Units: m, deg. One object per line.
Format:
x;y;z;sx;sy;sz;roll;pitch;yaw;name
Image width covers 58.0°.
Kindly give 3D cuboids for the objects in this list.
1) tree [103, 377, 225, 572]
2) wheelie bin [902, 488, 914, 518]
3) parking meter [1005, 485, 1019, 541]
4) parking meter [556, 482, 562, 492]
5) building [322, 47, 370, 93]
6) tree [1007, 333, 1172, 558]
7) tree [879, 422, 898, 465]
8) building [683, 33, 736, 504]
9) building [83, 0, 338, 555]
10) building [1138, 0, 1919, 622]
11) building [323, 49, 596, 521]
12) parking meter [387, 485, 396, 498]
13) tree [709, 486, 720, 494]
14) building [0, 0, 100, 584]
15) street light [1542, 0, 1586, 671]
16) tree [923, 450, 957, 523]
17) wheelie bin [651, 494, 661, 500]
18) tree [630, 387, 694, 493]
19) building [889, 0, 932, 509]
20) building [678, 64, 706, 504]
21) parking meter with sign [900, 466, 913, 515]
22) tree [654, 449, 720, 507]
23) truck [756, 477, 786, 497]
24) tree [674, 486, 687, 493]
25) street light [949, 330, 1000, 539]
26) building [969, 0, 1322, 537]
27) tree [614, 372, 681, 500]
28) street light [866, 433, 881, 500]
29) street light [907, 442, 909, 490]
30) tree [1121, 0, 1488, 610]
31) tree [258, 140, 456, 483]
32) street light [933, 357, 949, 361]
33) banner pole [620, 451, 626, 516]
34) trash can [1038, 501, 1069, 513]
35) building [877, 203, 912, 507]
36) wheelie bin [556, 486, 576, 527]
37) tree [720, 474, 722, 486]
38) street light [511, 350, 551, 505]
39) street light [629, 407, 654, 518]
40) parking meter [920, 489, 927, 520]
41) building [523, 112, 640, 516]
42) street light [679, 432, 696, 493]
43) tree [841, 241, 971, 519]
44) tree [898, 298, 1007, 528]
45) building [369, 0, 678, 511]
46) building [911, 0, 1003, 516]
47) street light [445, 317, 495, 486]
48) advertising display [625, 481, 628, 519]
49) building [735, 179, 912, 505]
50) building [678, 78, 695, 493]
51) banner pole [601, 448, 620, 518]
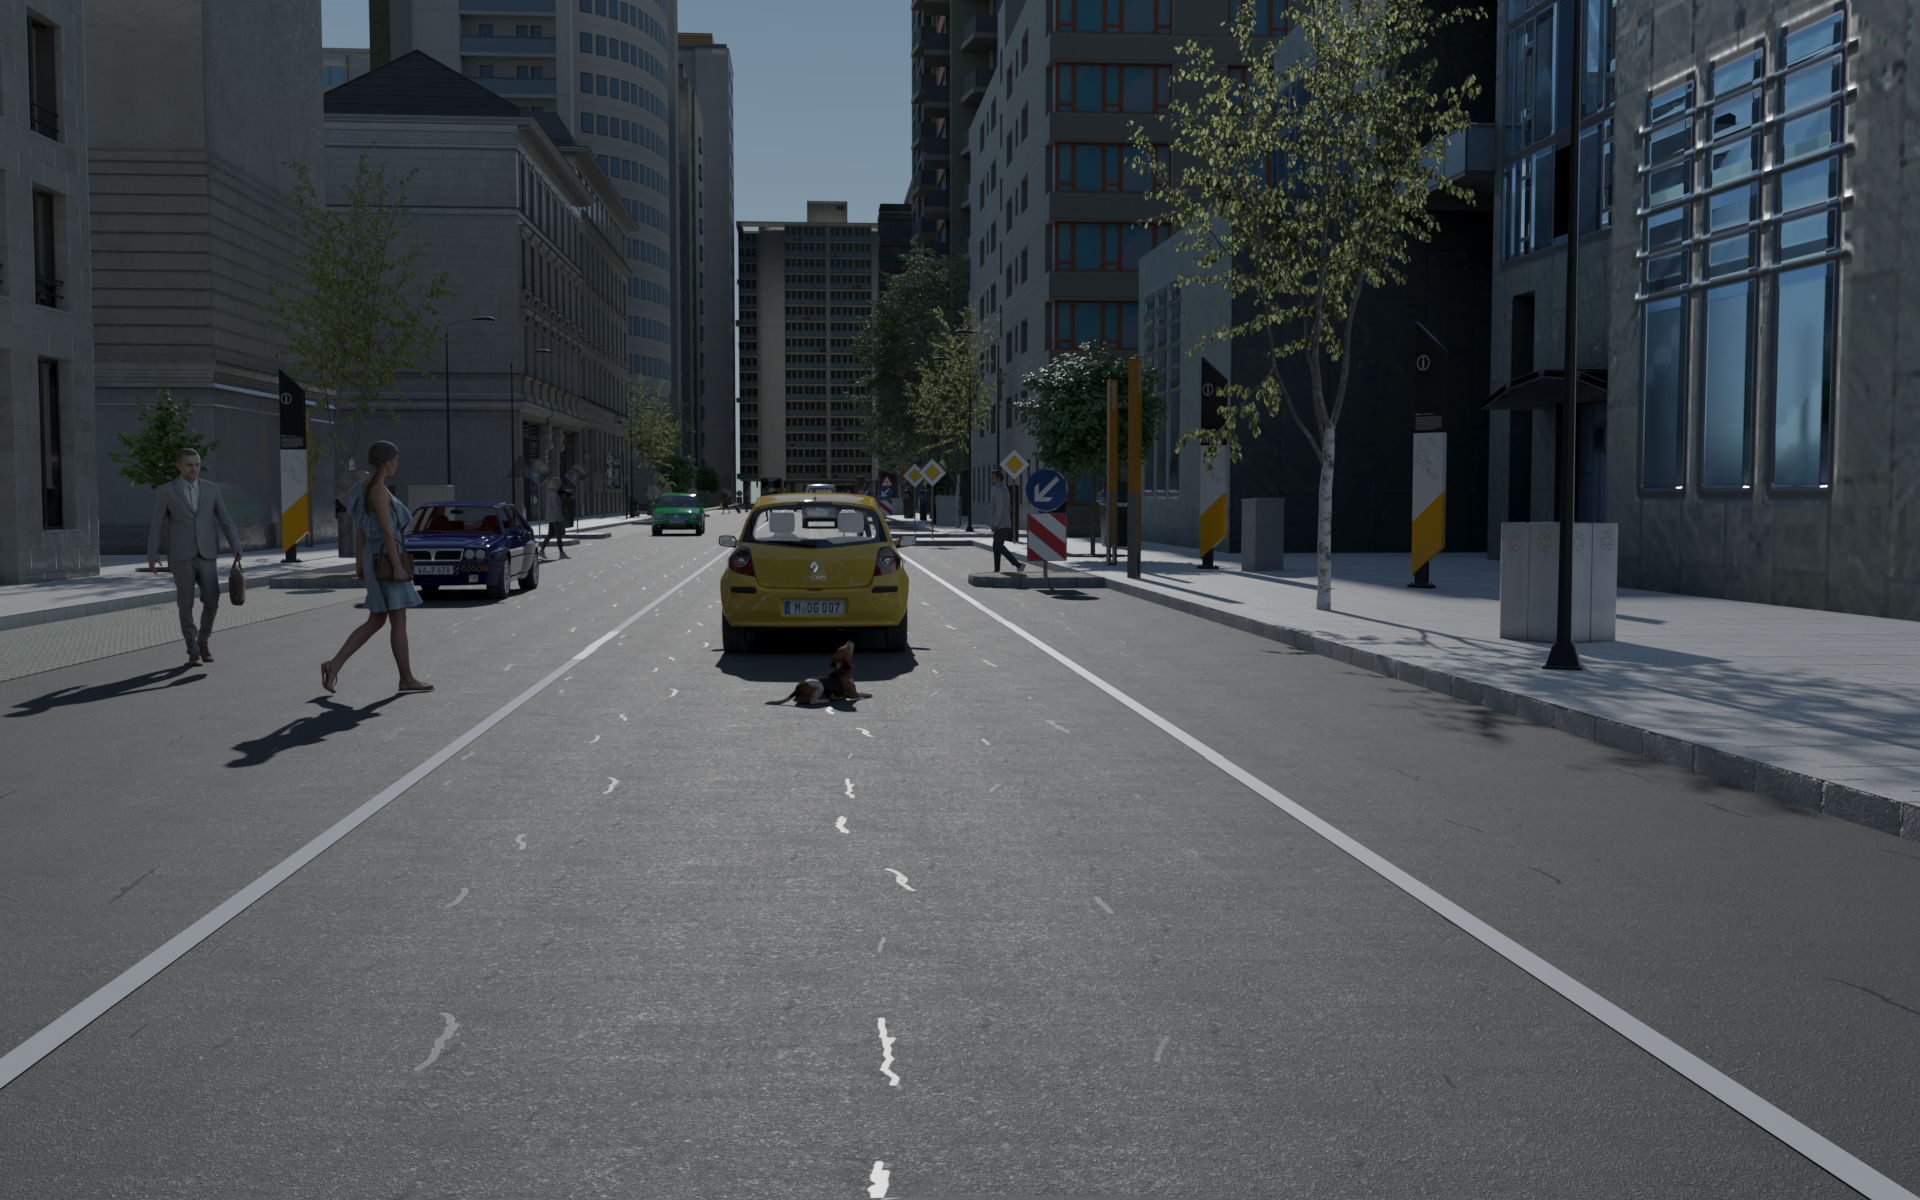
-13.282;-2.099;28.916;1.663;3.219;1.824;0;3;0;tree
-2.726;-5.158;92.235;0.693;1.594;0.980;0;4;8;wheelie bin
1.419;-2.368;47.122;0.372;1.533;0.369;0;3;0;parking meter
-16.591;-4.017;71.393;0.255;1.863;0.399;1;4;21;parking meter
-65.468;-34.843;189.295;30.456;49.044;23.786;0;4;-5;building
2.658;-3.169;35.533;4.285;4.588;4.351;0;3;0;tree
-4.163;-10.755;126.214;4.360;8.622;3.978;0;3;0;tree
-43.433;-41.732;224.314;28.212;58.520;21.231;0;4;-5;building
-24.971;-11.666;39.895;18.267;20.994;9.793;0;4;-5;building
17.384;-43.926;30.860;22.319;86.520;31.000;0;4;-5;building
-23.845;-13.819;76.844;10.553;20.767;40.483;0;4;-5;building
-15.212;-2.307;46.128;0.372;1.533;0.369;0;3;0;parking meter
-26.341;-11.666;185.344;1.663;3.219;1.824;0;3;0;tree
-17.982;-9.977;17.871;10.420;20.320;16.860;0;4;-5;building
3.907;-2.446;12.535;1.470;5.913;1.316;0;4;-5;street light
-0.874;-4.988;76.150;1.663;3.219;1.824;0;3;0;tree
-18.711;-6.048;106.789;0.693;1.594;0.980;0;4;6;wheelie bin
-20.257;-10.249;117.939;4.737;8.622;4.395;0;3;0;tree
4.265;-43.868;155.491;20.563;71.187;20.611;0;4;-5;building
-39.602;-34.775;192.277;21.600;48.544;21.300;0;4;-5;building
-3.382;-6.821;107.783;0.543;3.016;1.738;-2;4;-33;parking meter with sign
-20.622;-8.678;125.596;4.285;4.588;4.351;0;3;0;tree
-22.083;-12.669;203.070;3.469;3.379;9.791;0;4;-5;truck
-22.356;-8.803;138.524;1.663;3.219;1.824;0;3;0;tree
0.550;-4.684;49.129;1.470;5.913;1.316;0;4;-5;street light
16.025;-13.769;70.161;28.899;21.520;27.650;0;4;-5;building
-18.722;-9.419;104.357;4.360;8.622;3.978;0;3;0;tree
-6.600;-9.751;131.967;1.470;5.913;1.316;0;4;-5;street light
-3.391;-7.509;95.314;1.470;5.913;1.316;0;4;-5;street light
4.001;-4.211;19.216;4.360;8.622;3.978;0;3;0;tree
-12.936;-5.291;36.873;4.737;8.622;4.395;0;3;0;tree
-0.205;-5.285;58.945;1.470;5.913;1.316;0;4;-5;street light
-19.980;-6.826;101.628;0.863;3.779;0.401;-1;4;-8;banner pole
2.034;-1.621;38.153;0.748;1.137;0.748;0;3;0;trash can
-1.356;-24.648;174.701;14.160;30.474;14.107;0;4;-5;building
-15.225;-3.607;66.883;0.693;1.594;0.980;1;4;23;wheelie bin
-26.373;-11.941;178.955;4.285;4.588;4.351;0;3;0;tree
-13.854;-5.090;55.766;1.470;5.913;1.316;0;4;-5;street light
-17.068;-7.361;92.889;1.470;5.913;1.316;0;4;-5;street light
-1.779;-4.634;84.185;0.372;1.533;0.369;0;3;0;parking meter
-30.116;-17.020;111.568;16.112;22.955;30.059;0;4;-5;building
-20.345;-9.577;129.120;1.470;5.913;1.316;0;4;-5;street light
-1.153;-11.128;88.592;9.857;13.997;8.962;0;3;0;tree
-0.127;-7.048;65.602;4.360;8.622;3.978;0;3;0;tree
-34.774;-36.747;142.812;21.231;58.520;28.212;0;4;-5;building
8.322;-27.777;108.774;22.147;44.769;28.867;0;4;-5;building
-12.871;-4.458;45.423;1.470;5.913;1.316;0;4;-5;street light
-16.976;-5.074;88.168;0.123;1.923;0.974;-1;4;-11;advertising display
-17.790;-33.056;232.347;23.993;40.220;32.217;0;4;-5;building
-32.897;-29.426;164.703;14.154;41.232;14.086;0;4;-5;building
-19.041;-6.337;93.625;0.401;3.779;0.863;3;5;43;banner pole
